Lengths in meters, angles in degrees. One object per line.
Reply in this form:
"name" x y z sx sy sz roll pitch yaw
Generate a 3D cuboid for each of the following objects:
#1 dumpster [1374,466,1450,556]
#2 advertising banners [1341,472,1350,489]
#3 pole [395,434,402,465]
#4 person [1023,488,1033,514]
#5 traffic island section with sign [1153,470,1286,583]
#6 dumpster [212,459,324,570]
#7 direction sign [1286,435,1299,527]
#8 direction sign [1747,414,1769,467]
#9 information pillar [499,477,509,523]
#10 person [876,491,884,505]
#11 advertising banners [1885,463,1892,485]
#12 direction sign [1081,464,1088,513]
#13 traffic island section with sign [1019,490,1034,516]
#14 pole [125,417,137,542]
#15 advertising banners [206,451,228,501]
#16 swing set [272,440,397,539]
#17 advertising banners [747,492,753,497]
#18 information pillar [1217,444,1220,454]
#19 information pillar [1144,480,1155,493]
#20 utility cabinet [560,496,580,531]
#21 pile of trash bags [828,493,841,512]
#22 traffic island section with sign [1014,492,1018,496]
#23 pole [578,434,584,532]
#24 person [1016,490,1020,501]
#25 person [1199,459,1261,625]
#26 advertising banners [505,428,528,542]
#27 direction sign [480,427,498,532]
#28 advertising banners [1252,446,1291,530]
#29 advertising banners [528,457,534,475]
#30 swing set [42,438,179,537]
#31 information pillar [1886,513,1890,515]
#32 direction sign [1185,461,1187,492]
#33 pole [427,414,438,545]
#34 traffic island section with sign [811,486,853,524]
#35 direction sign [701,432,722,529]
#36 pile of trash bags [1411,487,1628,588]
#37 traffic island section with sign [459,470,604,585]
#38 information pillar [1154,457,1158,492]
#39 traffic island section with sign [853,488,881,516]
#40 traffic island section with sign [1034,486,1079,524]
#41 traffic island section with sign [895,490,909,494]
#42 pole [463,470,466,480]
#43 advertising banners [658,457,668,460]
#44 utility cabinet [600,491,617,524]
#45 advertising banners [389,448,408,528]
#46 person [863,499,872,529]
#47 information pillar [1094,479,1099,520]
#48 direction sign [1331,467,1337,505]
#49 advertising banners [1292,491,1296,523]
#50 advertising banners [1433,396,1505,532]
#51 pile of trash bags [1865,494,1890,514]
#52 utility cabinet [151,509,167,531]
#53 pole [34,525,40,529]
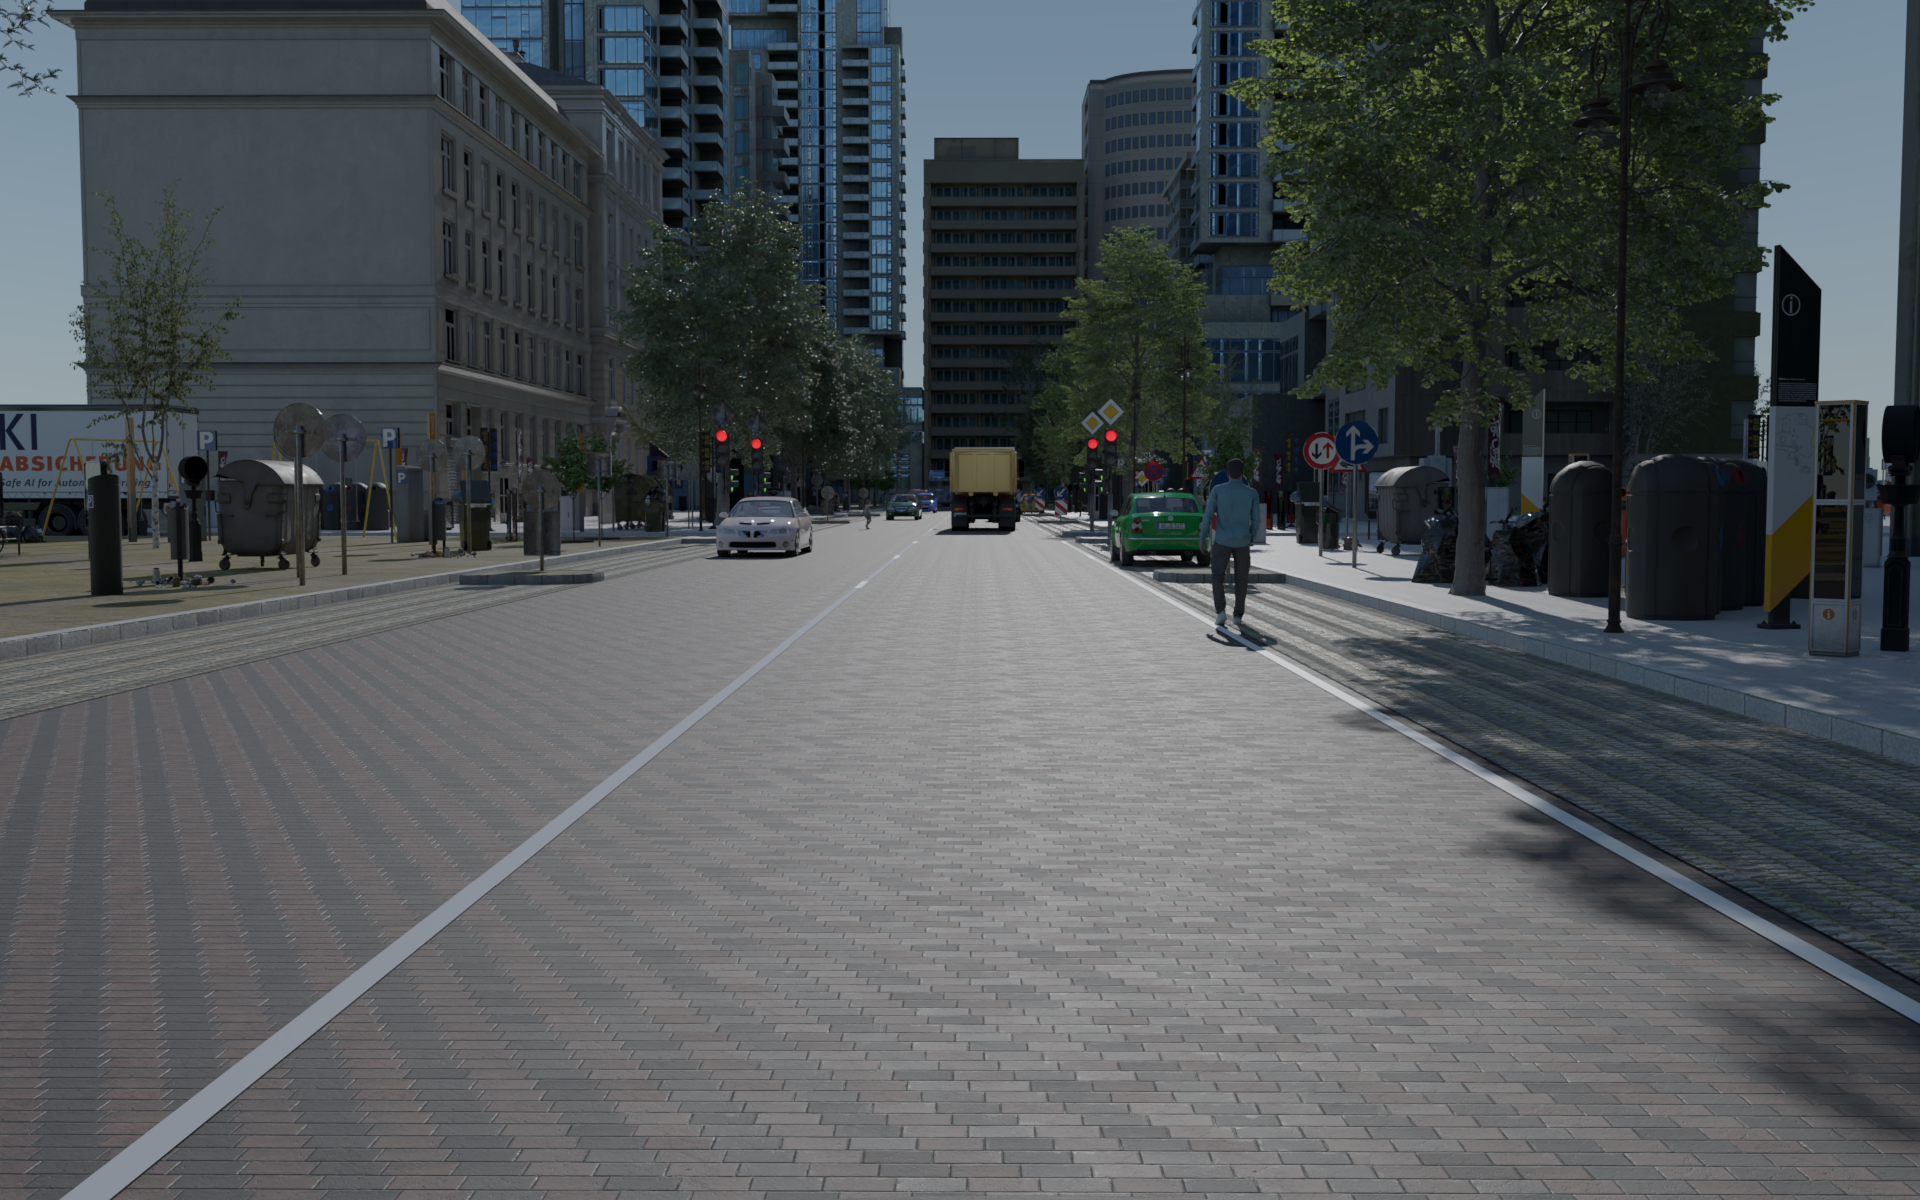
"dumpster" 9.565 -1.886 36.592 1.264 1.857 1.865 0 4 1
"advertising banners" 19.531 -5.406 84.570 2.074 3.025 0.090 1 4 21
"pole" -19.154 -3.994 59.146 0.158 3.312 0.155 0 3 0
"person" 4.594 -6.514 115.092 0.778 1.811 0.616 1 4 10
"traffic island section with sign" 4.236 -1.224 28.642 1.989 1.847 2.006 0 4 1
"dumpster" -11.893 -1.472 29.827 1.264 1.857 1.865 0 4 1
"direction sign" 12.870 -4.596 67.149 0.379 3.537 0.876 -1 4 -21
"direction sign" 22.844 -3.507 49.330 0.876 3.537 0.379 0 4 4
"information pillar" -19.890 -4.351 75.635 0.304 2.012 0.304 3 4 37
"person" -9.787 -12.598 214.553 1.350 1.814 0.705 1 4 15
"advertising banners" 36.023 -4.258 65.809 2.074 3.025 0.090 0 4 -3
"direction sign" 8.780 -7.816 119.781 0.876 3.537 0.379 2 4 32
"traffic island section with sign" 5.010 -6.300 111.637 1.989 1.847 2.006 0 4 1
"pole" -22.094 -3.200 46.163 0.158 3.312 0.155 0 3 0
"advertising banners" -30.193 -4.493 69.640 0.090 3.025 2.074 1 4 23
"swing set" -18.010 -3.148 49.093 3.119 2.851 2.862 -3 4 -37
"advertising banners" -15.274 -8.328 132.350 2.074 3.025 0.090 0 4 4
"information pillar" 10.321 -4.684 67.932 0.504 3.616 0.183 0 4 -2
"information pillar" 9.506 -5.067 87.329 0.304 2.012 0.304 -2 4 -35
"utility cabinet" -13.826 -3.070 61.355 0.306 1.237 1.020 -3 4 -38
"pile of trash bags" -9.431 -7.023 124.574 1.912 1.369 3.447 1 4 18
"traffic island section with sign" 5.738 -10.969 187.971 1.989 1.847 2.006 0 4 1
"pole" -12.764 -3.948 58.390 0.158 3.312 0.155 0 3 0
"person" 4.534 -7.639 133.743 0.624 1.780 0.694 0 4 4
"person" 2.966 -0.641 18.995 0.660 1.820 0.620 0 4 1
"advertising banners" -11.989 -3.081 46.569 0.090 3.025 2.074 -2 4 -26
"direction sign" -16.121 -4.118 59.328 0.379 3.537 0.876 1 4 22
"advertising banners" 11.241 -4.084 62.954 0.090 3.025 2.074 -2 4 -28
"advertising banners" -19.864 -5.280 82.508 0.090 3.025 2.074 3 4 37
"swing set" -24.052 -3.184 49.674 2.862 2.851 3.119 2 4 26
"information pillar" 62.089 -6.798 115.633 0.304 2.012 0.304 3 5 42
"direction sign" 14.177 -7.145 108.815 0.379 3.537 0.876 1 4 14
"pole" -13.404 -3.066 43.973 0.158 3.312 0.155 0 3 0
"traffic island section with sign" -6.356 -4.596 83.765 1.989 1.847 2.006 0 4 1
"direction sign" -9.032 -4.363 63.328 0.876 3.537 0.379 -1 4 -15
"pile of trash bags" 8.101 -0.908 24.591 1.912 1.369 3.447 -3 4 -39
"traffic island section with sign" -6.887 -1.196 28.177 1.989 1.847 2.006 0 4 1
"information pillar" 12.499 -7.285 110.466 0.183 3.616 0.504 3 4 37
"traffic island section with sign" -6.110 -6.253 110.860 1.989 1.847 2.006 0 4 1
"traffic island section with sign" 4.766 -4.625 84.249 1.989 1.847 2.006 0 4 1
"traffic island section with sign" -5.629 -9.355 161.576 1.989 1.847 2.006 0 4 1
"pole" -19.424 -4.538 68.037 0.158 3.312 0.155 0 3 0
"advertising banners" -14.856 -5.283 82.565 2.074 3.025 0.090 1 4 15
"utility cabinet" -14.943 -3.963 73.471 0.318 1.500 1.173 1 4 15
"advertising banners" -21.981 -4.281 66.176 2.074 3.025 0.090 1 4 15
"person" -3.814 -3.483 70.460 0.382 1.210 0.505 -2 4 -29
"information pillar" 6.585 -4.896 84.540 0.304 2.012 0.304 -3 5 -41
"direction sign" 16.101 -5.050 74.568 0.379 3.537 0.876 0 4 -4
"advertising banners" 14.624 -4.903 76.358 2.074 3.025 0.090 -2 4 -29
"advertising banners" 8.995 -2.099 30.514 2.074 3.025 0.090 -3 5 -40
"pile of trash bags" 36.890 -3.747 71.009 3.447 1.369 1.912 -2 4 -24
"utility cabinet" -27.212 -3.121 59.711 1.173 1.500 0.318 -3 4 -38
"pole" -33.760 -4.244 63.239 0.158 3.312 0.155 0 3 0
